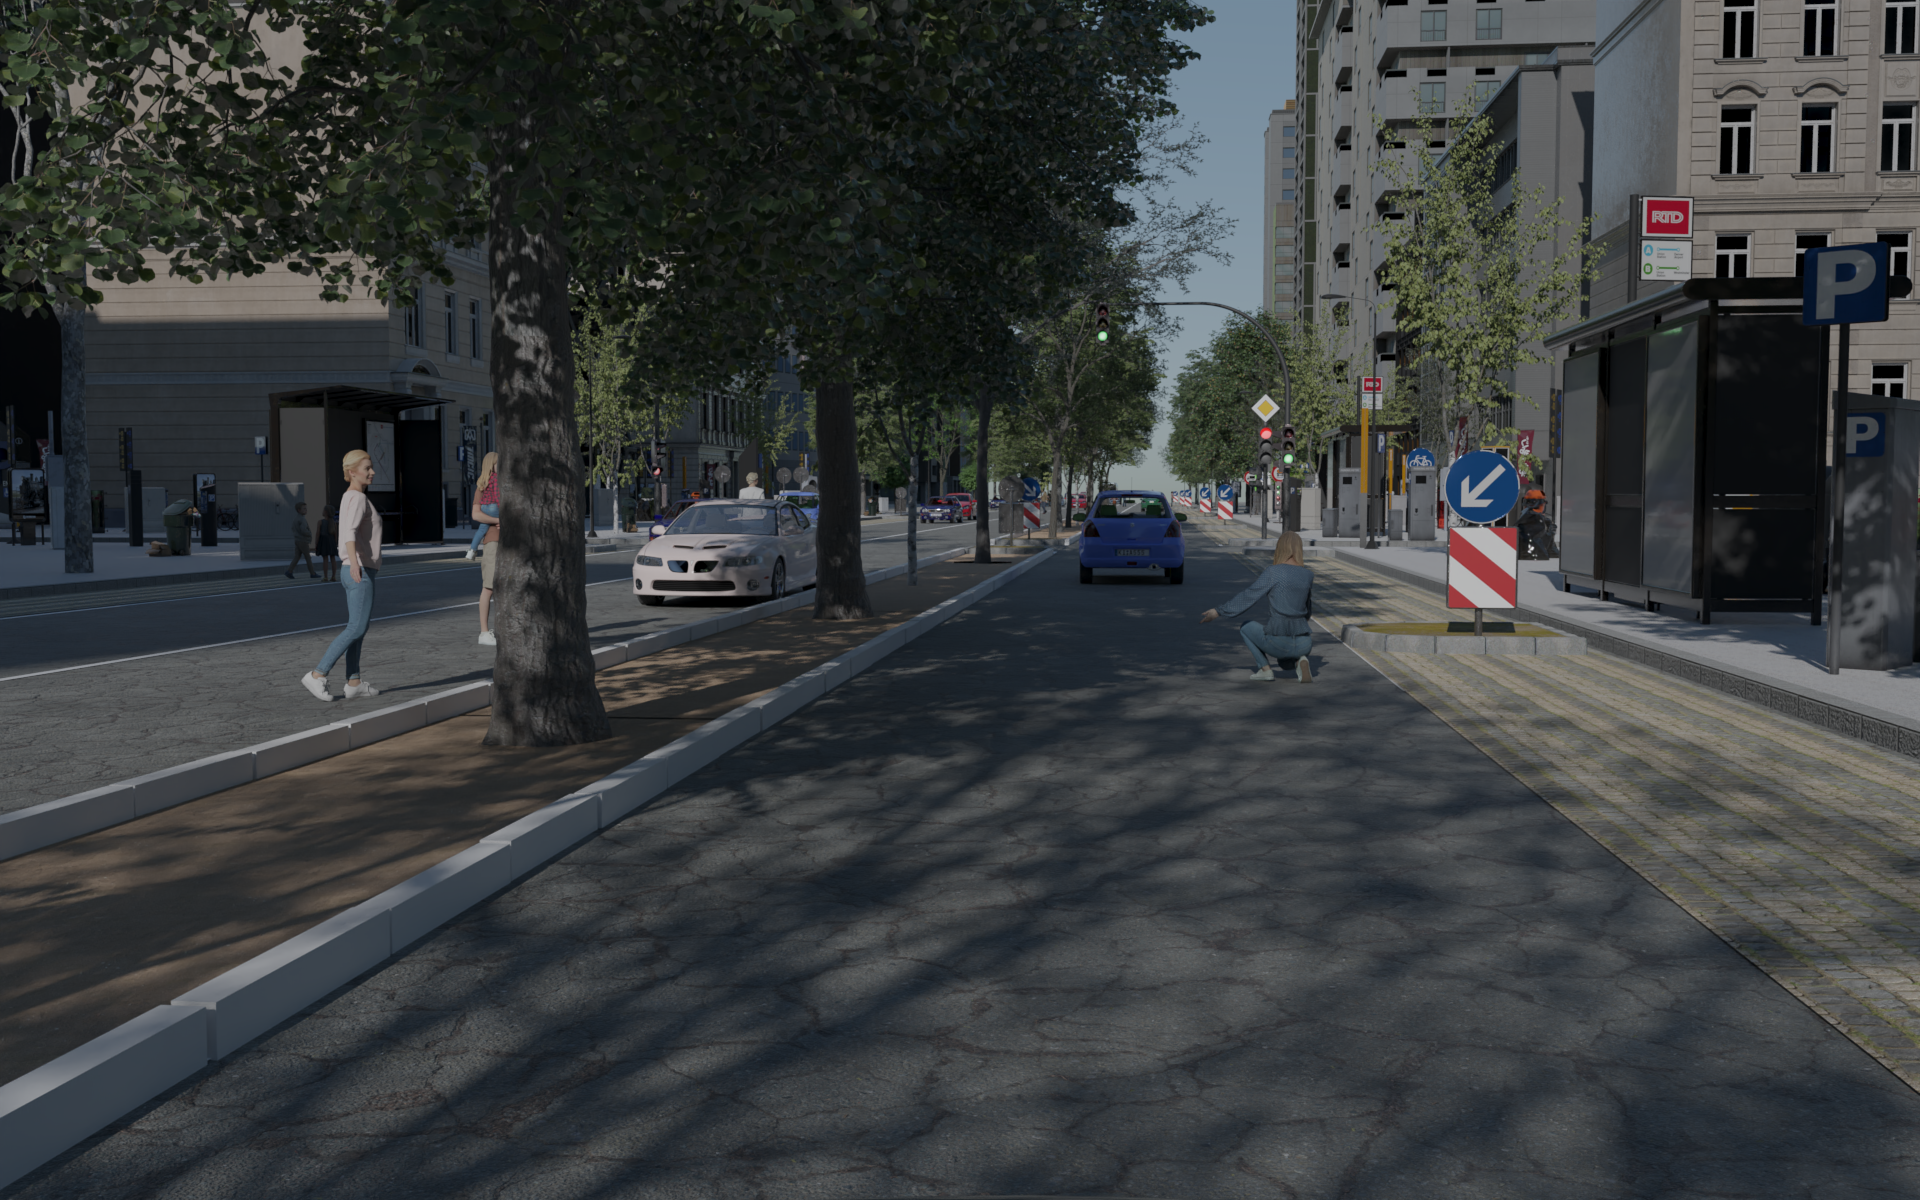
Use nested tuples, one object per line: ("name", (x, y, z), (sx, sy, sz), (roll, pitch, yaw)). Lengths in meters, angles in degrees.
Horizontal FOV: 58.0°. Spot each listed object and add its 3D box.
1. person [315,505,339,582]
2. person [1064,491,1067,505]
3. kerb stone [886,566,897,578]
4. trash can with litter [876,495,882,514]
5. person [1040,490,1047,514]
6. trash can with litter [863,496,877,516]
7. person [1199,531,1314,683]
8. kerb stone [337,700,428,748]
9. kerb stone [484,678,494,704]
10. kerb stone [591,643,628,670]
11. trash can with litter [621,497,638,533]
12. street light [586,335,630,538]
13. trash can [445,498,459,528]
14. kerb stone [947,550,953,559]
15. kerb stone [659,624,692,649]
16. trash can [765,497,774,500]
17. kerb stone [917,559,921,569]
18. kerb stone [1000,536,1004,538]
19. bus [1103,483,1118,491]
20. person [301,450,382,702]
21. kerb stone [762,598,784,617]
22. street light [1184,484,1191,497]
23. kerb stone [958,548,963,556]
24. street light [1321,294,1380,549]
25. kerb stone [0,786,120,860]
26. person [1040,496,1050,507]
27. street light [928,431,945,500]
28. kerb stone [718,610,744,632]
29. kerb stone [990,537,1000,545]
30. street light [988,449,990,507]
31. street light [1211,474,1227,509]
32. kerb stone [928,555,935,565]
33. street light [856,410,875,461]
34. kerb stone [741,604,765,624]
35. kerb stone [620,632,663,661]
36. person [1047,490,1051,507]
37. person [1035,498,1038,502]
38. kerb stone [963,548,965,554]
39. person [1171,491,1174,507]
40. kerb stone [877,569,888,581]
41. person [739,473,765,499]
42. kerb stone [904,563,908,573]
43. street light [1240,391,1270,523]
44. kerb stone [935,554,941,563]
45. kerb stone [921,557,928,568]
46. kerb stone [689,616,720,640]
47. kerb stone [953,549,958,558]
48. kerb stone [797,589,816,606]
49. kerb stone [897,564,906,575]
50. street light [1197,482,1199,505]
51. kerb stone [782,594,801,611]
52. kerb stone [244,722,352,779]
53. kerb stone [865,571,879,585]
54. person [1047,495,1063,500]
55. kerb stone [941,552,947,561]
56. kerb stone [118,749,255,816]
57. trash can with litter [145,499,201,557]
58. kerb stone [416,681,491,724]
("person", (-10.329, -0.921, 28.221), (0.362, 1.253, 0.373), (-3, 5, -41))
("person", (14.175, -13.543, 229.798), (0.709, 1.838, 0.599), (0, 4, 5))
("kerb stone", (-1.243, -0.449, 29.530), (0.120, 0.150, 1.000), (0, 4, 6))
("trash can with litter", (-5.855, -6.091, 110.649), (2.233, 1.210, 1.678), (-1, 4, -17))
("person", (5.998, -7.068, 123.972), (0.656, 1.842, 0.836), (2, 4, 26))
("trash can with litter", (-5.279, -5.472, 100.851), (0.624, 1.170, 1.055), (-3, 4, -39))
("person", (2.359, 0.041, 13.322), (1.012, 1.151, 0.738), (-1, 4, -11))
("kerb stone", (-3.405, 0.735, 10.173), (0.120, 0.150, 1.000), (0, 4, 6))
("kerb stone", (-3.180, 0.610, 12.218), (0.120, 0.150, 1.000), (0, 4, 6))
("kerb stone", (-2.961, 0.490, 14.251), (0.120, 0.150, 1.000), (0, 4, 6))
("trash can with litter", (-10.905, -2.825, 57.578), (0.624, 1.170, 1.055), (-2, 4, -24))
("street light", (-10.291, -4.784, 50.757), (1.470, 5.913, 1.316), (0, 4, 6))
("trash can", (-19.182, -3.263, 65.011), (0.748, 1.137, 0.748), (0, 3, 0))
("kerb stone", (-0.331, -0.943, 37.705), (0.120, 0.150, 1.000), (0, 4, 6))
("kerb stone", (-2.734, 0.362, 16.291), (0.120, 0.150, 1.000), (0, 4, 6))
("trash can", (-10.148, -4.878, 91.410), (0.748, 1.137, 0.748), (0, 3, 0))
("kerb stone", (-0.903, -0.635, 32.611), (0.120, 0.150, 1.000), (0, 4, 6))
("kerb stone", (1.094, -1.729, 50.514), (0.120, 0.150, 1.000), (0, 4, 6))
("bus", (23.292, -16.869, 270.672), (2.948, 3.499, 13.247), (0, 4, 7))
("person", (-4.294, -0.177, 12.071), (0.598, 1.740, 0.731), (-3, 4, -38))
("kerb stone", (-2.264, 0.116, 20.360), (0.120, 0.150, 1.000), (0, 4, 6))
("street light", (26.910, -13.874, 199.387), (1.470, 5.913, 1.316), (0, 4, 6))
("kerb stone", (-0.096, -1.074, 39.752), (0.120, 0.150, 1.000), (0, 4, 6))
("street light", (9.064, -4.141, 40.246), (1.470, 5.913, 1.316), (0, 4, 6))
("kerb stone", (-3.744, 0.922, 7.115), (0.120, 0.150, 1.000), (0, 4, 6))
("person", (9.306, -11.044, 189.772), (1.217, 1.736, 0.721), (-2, 4, -30))
("street light", (-1.763, -9.478, 127.505), (1.470, 5.913, 1.316), (0, 4, 6))
("kerb stone", (-2.490, 0.243, 18.328), (0.120, 0.150, 1.000), (0, 4, 6))
("kerb stone", (0.974, -1.670, 49.493), (0.120, 0.150, 1.000), (0, 4, 6))
("street light", (3.357, -12.283, 173.362), (1.470, 5.913, 1.316), (0, 4, 6))
("street light", (18.441, -9.221, 123.298), (1.470, 5.913, 1.316), (0, 4, 6))
("kerb stone", (-0.670, -0.762, 34.652), (0.120, 0.150, 1.000), (0, 4, 6))
("street light", (-5.184, -7.564, 96.212), (1.470, 5.913, 1.316), (0, 4, 6))
("kerb stone", (-2.373, 0.177, 19.343), (0.120, 0.150, 1.000), (0, 4, 6))
("kerb stone", (-2.839, 0.423, 15.274), (0.120, 0.150, 1.000), (0, 4, 6))
("person", (9.954, -11.200, 191.254), (1.348, 1.869, 0.705), (-1, 4, -12))
("person", (6.641, -8.555, 151.632), (0.557, 1.426, 1.065), (1, 4, 17))
("kerb stone", (0.012, -1.136, 40.769), (0.120, 0.150, 1.000), (0, 4, 6))
("person", (22.966, -10.871, 186.944), (0.721, 1.736, 1.217), (1, 4, 11))
("kerb stone", (-1.367, -0.384, 28.515), (0.120, 0.150, 1.000), (0, 4, 6))
("person", (-3.930, -1.507, 33.013), (0.514, 1.842, 0.818), (-2, 4, -24))
("kerb stone", (-1.012, -0.574, 31.579), (0.120, 0.150, 1.000), (0, 4, 6))
("street light", (13.308, -6.460, 78.165), (1.470, 5.913, 1.316), (0, 4, 6))
("kerb stone", (-0.560, -0.824, 35.668), (0.120, 0.150, 1.000), (0, 4, 6))
("kerb stone", (-0.790, -0.699, 33.627), (0.120, 0.150, 1.000), (0, 4, 6))
("kerb stone", (-2.609, 0.299, 17.312), (0.120, 0.150, 1.000), (0, 4, 6))
("kerb stone", (-0.213, -1.012, 38.736), (0.120, 0.150, 1.000), (0, 4, 6))
("kerb stone", (-2.034, -0.012, 22.391), (0.120, 0.150, 1.000), (0, 4, 6))
("kerb stone", (-1.133, -0.510, 30.564), (0.120, 0.150, 1.000), (0, 4, 6))
("street light", (21.850, -11.095, 153.942), (1.470, 5.913, 1.316), (0, 4, 6))
("kerb stone", (-2.150, 0.058, 21.376), (0.120, 0.150, 1.000), (0, 4, 6))
("kerb stone", (-3.516, 0.801, 9.147), (0.120, 0.150, 1.000), (0, 4, 6))
("kerb stone", (-1.471, -0.322, 27.498), (0.120, 0.150, 1.000), (0, 4, 6))
("person", (7.678, -8.030, 139.819), (1.348, 1.821, 0.705), (0, 4, 6))
("kerb stone", (-0.442, -0.885, 36.688), (0.120, 0.150, 1.000), (0, 4, 6))
("kerb stone", (-3.637, 0.860, 8.132), (0.120, 0.150, 1.000), (0, 4, 6))
("trash can with litter", (-16.261, -1.491, 35.761), (0.624, 1.170, 1.055), (1, 4, 16))
("kerb stone", (-3.295, 0.673, 11.200), (0.120, 0.150, 1.000), (0, 4, 6))
